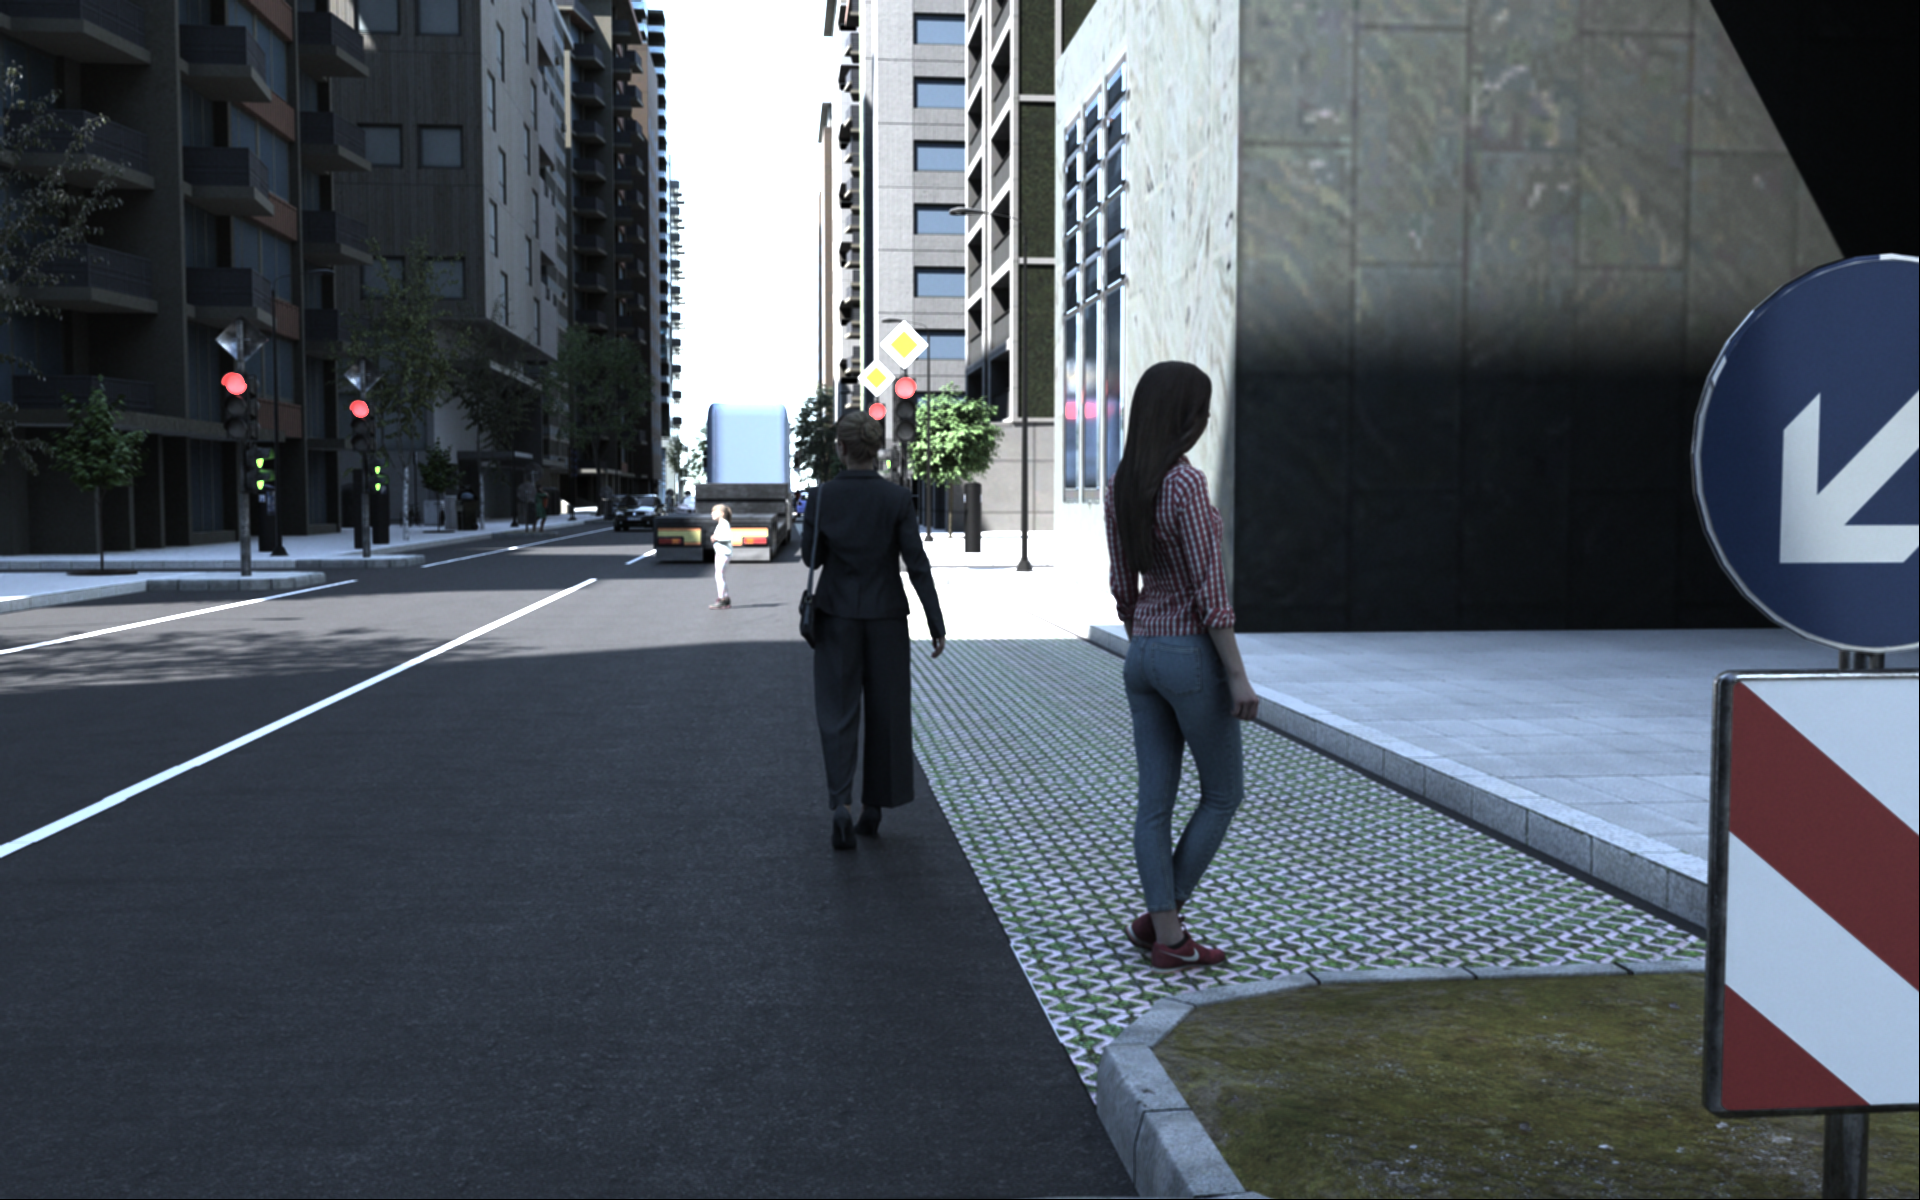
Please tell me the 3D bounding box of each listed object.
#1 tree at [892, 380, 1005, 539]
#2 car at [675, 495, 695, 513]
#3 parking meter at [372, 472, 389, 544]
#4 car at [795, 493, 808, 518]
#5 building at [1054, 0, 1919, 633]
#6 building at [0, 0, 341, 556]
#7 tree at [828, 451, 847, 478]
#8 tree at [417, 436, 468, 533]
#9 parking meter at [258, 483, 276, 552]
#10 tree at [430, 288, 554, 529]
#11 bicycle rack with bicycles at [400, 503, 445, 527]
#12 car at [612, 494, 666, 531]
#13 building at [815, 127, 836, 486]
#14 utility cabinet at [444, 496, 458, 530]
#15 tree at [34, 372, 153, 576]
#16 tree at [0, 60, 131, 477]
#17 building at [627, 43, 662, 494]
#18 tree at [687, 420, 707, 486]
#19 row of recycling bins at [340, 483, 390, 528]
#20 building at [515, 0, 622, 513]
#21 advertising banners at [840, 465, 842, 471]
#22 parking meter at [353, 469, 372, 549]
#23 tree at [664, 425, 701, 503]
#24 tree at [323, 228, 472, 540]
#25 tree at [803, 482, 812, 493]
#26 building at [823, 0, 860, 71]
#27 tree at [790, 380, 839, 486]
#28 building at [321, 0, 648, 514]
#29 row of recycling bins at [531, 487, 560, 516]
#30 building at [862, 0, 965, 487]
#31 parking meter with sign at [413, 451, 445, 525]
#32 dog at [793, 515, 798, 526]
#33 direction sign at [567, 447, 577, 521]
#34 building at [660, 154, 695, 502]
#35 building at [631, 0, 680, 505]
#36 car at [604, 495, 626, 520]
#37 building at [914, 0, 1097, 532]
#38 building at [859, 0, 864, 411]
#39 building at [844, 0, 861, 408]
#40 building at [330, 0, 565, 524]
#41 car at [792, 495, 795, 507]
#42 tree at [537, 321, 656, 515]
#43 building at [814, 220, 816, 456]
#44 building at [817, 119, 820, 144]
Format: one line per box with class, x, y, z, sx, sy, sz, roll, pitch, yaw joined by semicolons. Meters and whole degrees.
tree;-0.348;-4.059;50.078;4.285;4.588;4.351;0;3;0
car;-14.183;-4.929;92.945;2.083;1.381;4.827;0;4;-5
parking meter;-14.898;-2.374;44.524;0.255;1.863;0.399;2;4;27
car;-9.197;-5.930;106.548;1.945;1.707;3.694;0;4;-5
building;14.140;-42.622;9.543;22.319;86.520;31.000;0;4;-6
building;-29.336;-24.007;47.134;22.147;44.769;28.867;0;4;-6
tree;-7.056;-7.987;114.298;4.285;4.588;4.351;0;3;0
tree;-17.291;-3.866;57.817;1.663;3.219;1.824;0;3;0
parking meter;-15.452;-1.848;38.620;0.372;1.533;0.369;0;3;0
tree;-17.096;-6.865;62.603;4.360;8.622;3.978;0;3;0
bicycle rack with bicycles;-20.673;-3.335;67.906;2.852;0.926;2.925;0;4;-6
car;-12.574;-3.565;68.077;2.009;1.686;4.222;0;4;-4
building;-9.459;-34.085;207.404;14.600;45.320;14.200;0;4;-6
utility cabinet;-18.228;-3.161;62.838;0.306;1.237;1.020;2;4;28
tree;-13.644;-2.017;27.580;1.663;3.219;1.824;0;3;0
tree;-13.187;-4.380;21.978;4.360;8.622;3.978;0;3;0
building;-36.782;-31.747;169.167;14.600;45.320;14.200;0;4;-6
tree;-37.639;-21.046;262.229;7.486;12.596;7.792;0;3;0
row of recycling bins;-23.294;-3.703;67.662;1.069;1.692;3.534;0;4;4
building;-40.495;-26.187;120.040;32.217;40.220;23.993;0;4;-6
advertising banners;-6.949;-6.551;103.302;0.090;3.025;2.074;1;4;9
parking meter;-14.092;-2.142;40.735;0.255;1.863;0.399;0;4;-6
tree;-29.912;-14.371;185.333;4.737;8.622;4.395;0;3;0
tree;-15.557;-5.988;48.265;4.737;8.622;4.395;0;3;0
tree;-20.451;-14.618;233.606;1.663;3.219;1.824;0;3;0
building;1.136;-35.699;172.921;28.713;52.752;27.495;0;4;-6
tree;-15.093;-17.645;195.150;9.857;13.997;8.962;0;3;0
building;-38.500;-30.118;147.046;22.147;44.769;28.867;0;4;-6
row of recycling bins;-24.880;-5.933;104.118;1.069;1.692;3.534;0;4;5
building;5.018;-33.959;97.221;21.231;58.520;28.212;0;4;-6
parking meter with sign;-21.428;-4.566;70.914;1.738;3.016;0.543;-1;4;-13
dog;-7.612;-3.591;77.998;0.540;0.507;0.406;-2;4;-29
direction sign;-19.245;-5.758;86.141;0.379;3.537;0.876;1;4;13
building;-49.091;-37.831;238.139;23.786;49.044;30.456;0;4;-6
building;-44.746;-54.664;206.431;22.319;86.520;31.000;0;4;-6
car;-17.608;-4.806;90.579;2.014;1.417;4.499;0;4;-7
building;9.244;-38.155;62.081;20.563;71.187;20.611;0;4;-6
building;-0.150;-26.870;122.920;14.154;41.232;14.086;0;4;-6
building;1.645;-29.989;144.937;22.147;44.769;28.867;0;4;-6
building;-34.461;-30.179;82.666;28.713;52.752;27.495;0;4;-6
car;-16.156;-9.856;173.142;2.014;1.417;4.499;0;4;-7
tree;-22.121;-10.983;105.331;9.928;11.665;9.643;0;3;0
building;-13.443;-36.632;249.051;14.600;45.320;14.200;0;4;-6
building;-4.087;-39.122;228.877;28.713;52.752;27.495;0;4;-6
